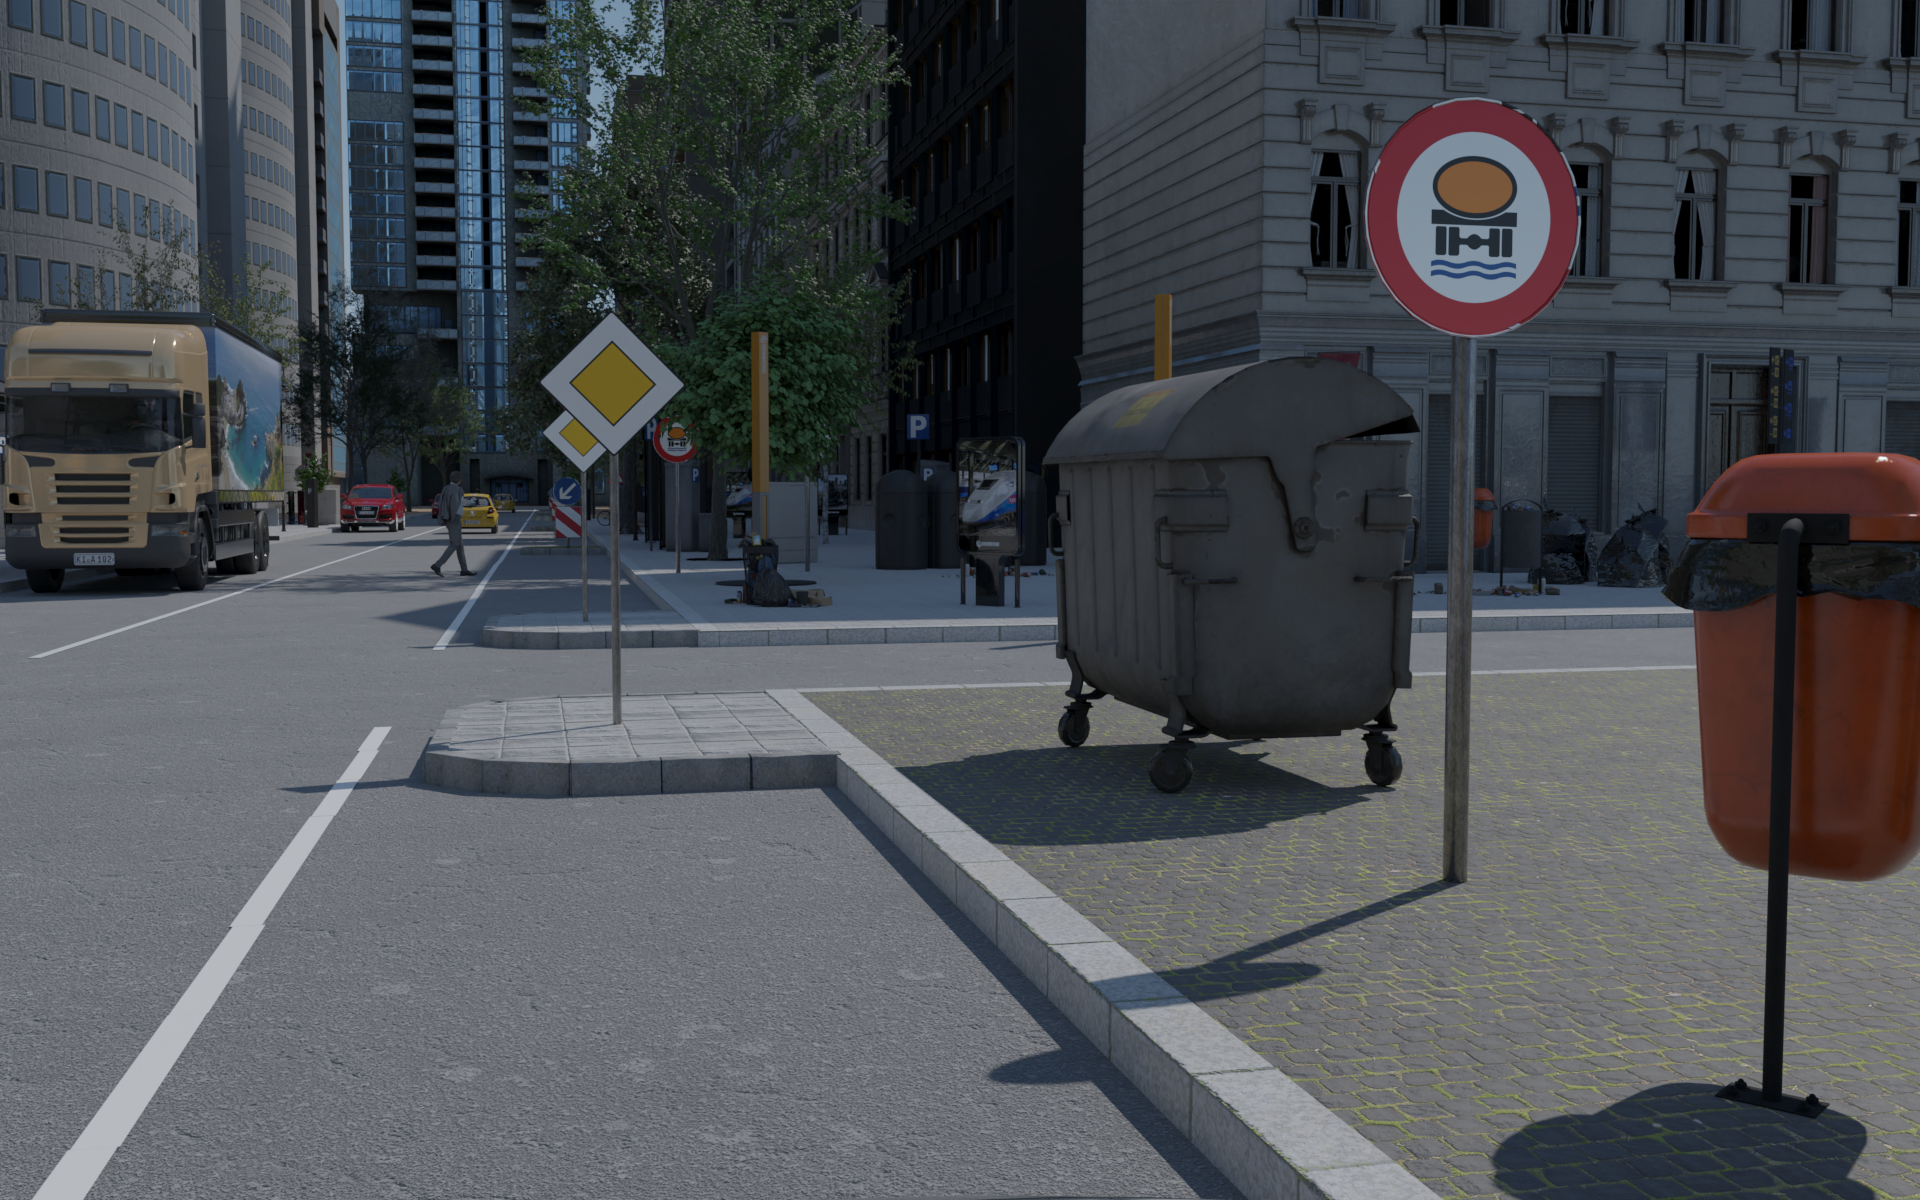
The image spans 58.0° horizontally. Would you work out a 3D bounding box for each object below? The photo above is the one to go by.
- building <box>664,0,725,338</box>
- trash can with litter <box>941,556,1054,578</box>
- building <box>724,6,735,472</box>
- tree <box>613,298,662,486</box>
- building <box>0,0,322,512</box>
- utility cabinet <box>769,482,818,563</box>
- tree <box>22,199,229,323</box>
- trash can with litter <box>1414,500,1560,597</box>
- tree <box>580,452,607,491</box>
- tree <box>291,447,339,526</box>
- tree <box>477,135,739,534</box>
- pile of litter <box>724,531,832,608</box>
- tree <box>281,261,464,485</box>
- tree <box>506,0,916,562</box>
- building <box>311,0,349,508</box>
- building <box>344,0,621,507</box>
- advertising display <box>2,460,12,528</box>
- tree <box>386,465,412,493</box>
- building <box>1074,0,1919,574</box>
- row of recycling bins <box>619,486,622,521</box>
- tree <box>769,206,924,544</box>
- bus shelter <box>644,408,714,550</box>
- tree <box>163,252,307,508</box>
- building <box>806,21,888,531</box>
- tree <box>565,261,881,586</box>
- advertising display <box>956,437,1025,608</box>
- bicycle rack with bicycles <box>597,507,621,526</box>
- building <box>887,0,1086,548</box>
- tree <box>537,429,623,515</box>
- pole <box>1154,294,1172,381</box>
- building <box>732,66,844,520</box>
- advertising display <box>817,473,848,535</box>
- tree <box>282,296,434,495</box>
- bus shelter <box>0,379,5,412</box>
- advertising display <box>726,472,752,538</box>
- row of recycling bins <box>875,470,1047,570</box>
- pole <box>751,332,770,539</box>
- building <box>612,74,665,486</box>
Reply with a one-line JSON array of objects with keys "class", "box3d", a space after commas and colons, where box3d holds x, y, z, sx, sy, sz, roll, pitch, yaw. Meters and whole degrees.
[{"class": "building", "box3d": [-11.511, -31.299, 135.440, 21.300, 48.544, 21.600, -1, 4, -13]}, {"class": "trash can with litter", "box3d": [0.896, -0.979, 27.072, 2.233, 1.210, 1.678, 0, 4, 8]}, {"class": "building", "box3d": [-6.515, -41.314, 113.729, 20.563, 71.187, 20.611, -1, 4, -13]}, {"class": "tree", "box3d": [-11.862, -6.965, 64.248, 4.737, 8.622, 4.395, 0, 3, 0]}, {"class": "building", "box3d": [-58.058, -35.420, 121.113, 21.231, 58.520, 28.212, -1, 4, -13]}, {"class": "utility cabinet", "box3d": [-3.202, -1.427, 32.018, 1.173, 1.500, 0.318, -3, 5, -41]}, {"class": "tree", "box3d": [-20.229, -5.643, 42.629, 4.360, 8.622, 3.978, 0, 3, 0]}, {"class": "trash can with litter", "box3d": [6.788, -0.685, 22.250, 2.233, 1.210, 1.678, 0, 4, -1]}, {"class": "tree", "box3d": [-34.425, -12.746, 158.764, 4.360, 8.622, 3.978, 0, 3, 0]}, {"class": "tree", "box3d": [-26.343, -4.646, 70.563, 1.663, 3.219, 1.824, 0, 3, 0]}, {"class": "tree", "box3d": [-10.535, -8.456, 55.266, 9.611, 12.733, 9.660, 0, 3, 0]}, {"class": "pile of litter", "box3d": [-2.133, -0.385, 20.253, 1.176, 0.858, 1.719, -1, 4, -19]}, {"class": "tree", "box3d": [-31.635, -11.099, 91.841, 12.009, 13.543, 11.850, 0, 3, 0]}, {"class": "tree", "box3d": [-4.682, -6.552, 32.877, 9.928, 11.665, 9.643, 0, 3, 0]}, {"class": "building", "box3d": [-59.161, -30.153, 143.106, 14.200, 45.320, 14.600, -1, 4, -13]}, {"class": "building", "box3d": [-53.319, -53.480, 187.064, 31.000, 86.520, 22.319, -1, 4, -13]}, {"class": "advertising display", "box3d": [-18.109, -1.726, 33.431, 0.123, 1.923, 0.974, 0, 4, 4]}, {"class": "tree", "box3d": [-36.539, -7.187, 112.112, 1.663, 3.219, 1.824, 0, 3, 0]}, {"class": "building", "box3d": [12.218, -11.249, 33.067, 18.267, 20.994, 9.793, -1, 4, -13]}, {"class": "row of recycling bins", "box3d": [-14.925, -4.452, 79.899, 1.069, 1.692, 3.534, 1, 4, 13]}, {"class": "tree", "box3d": [-3.276, -5.756, 44.478, 4.737, 8.622, 4.395, 0, 3, 0]}, {"class": "bus shelter", "box3d": [-7.114, -3.145, 42.700, 1.731, 3.624, 6.357, -1, 4, -13]}, {"class": "tree", "box3d": [-21.686, -6.209, 51.886, 4.737, 8.622, 4.395, 0, 3, 0]}, {"class": "building", "box3d": [0.150, -12.337, 66.342, 10.561, 19.102, 19.286, -1, 4, -13]}, {"class": "tree", "box3d": [-2.680, -2.497, 24.542, 4.285, 4.588, 4.351, 0, 3, 0]}, {"class": "advertising display", "box3d": [0.344, -0.892, 19.800, 0.974, 1.923, 0.123, 3, 5, 44]}, {"class": "bicycle rack with bicycles", "box3d": [-13.176, -3.502, 70.640, 2.925, 0.926, 2.852, 0, 4, -4]}, {"class": "building", "box3d": [5.486, -13.443, 49.463, 12.332, 23.373, 15.834, -1, 4, -13]}, {"class": "tree", "box3d": [-22.938, -11.623, 108.169, 7.486, 12.596, 7.792, 0, 3, 0]}, {"class": "pole", "box3d": [2.083, -1.466, 17.814, 0.158, 3.312, 0.155, 0, 3, 0]}, {"class": "building", "box3d": [-5.275, -14.419, 84.897, 9.793, 20.994, 18.267, -1, 4, -13]}, {"class": "advertising display", "box3d": [-3.978, -2.988, 54.068, 0.974, 1.923, 0.123, 0, 4, -8]}, {"class": "tree", "box3d": [-28.316, -8.968, 81.047, 7.601, 10.594, 8.767, -2, 4, -33]}, {"class": "bus shelter", "box3d": [-16.177, -2.026, 27.055, 2.014, 3.302, 5.546, -1, 4, -13]}, {"class": "advertising display", "box3d": [-6.382, -2.744, 50.074, 0.974, 1.923, 0.123, 1, 4, 21]}, {"class": "row of recycling bins", "box3d": [0.103, -1.421, 30.345, 3.534, 1.692, 1.069, -3, 4, -38]}, {"class": "pole", "box3d": [-2.524, -1.717, 21.922, 0.158, 3.312, 0.155, 0, 3, 0]}, {"class": "building", "box3d": [-30.401, -32.999, 189.647, 14.200, 45.320, 14.600, -1, 4, -13]}]
